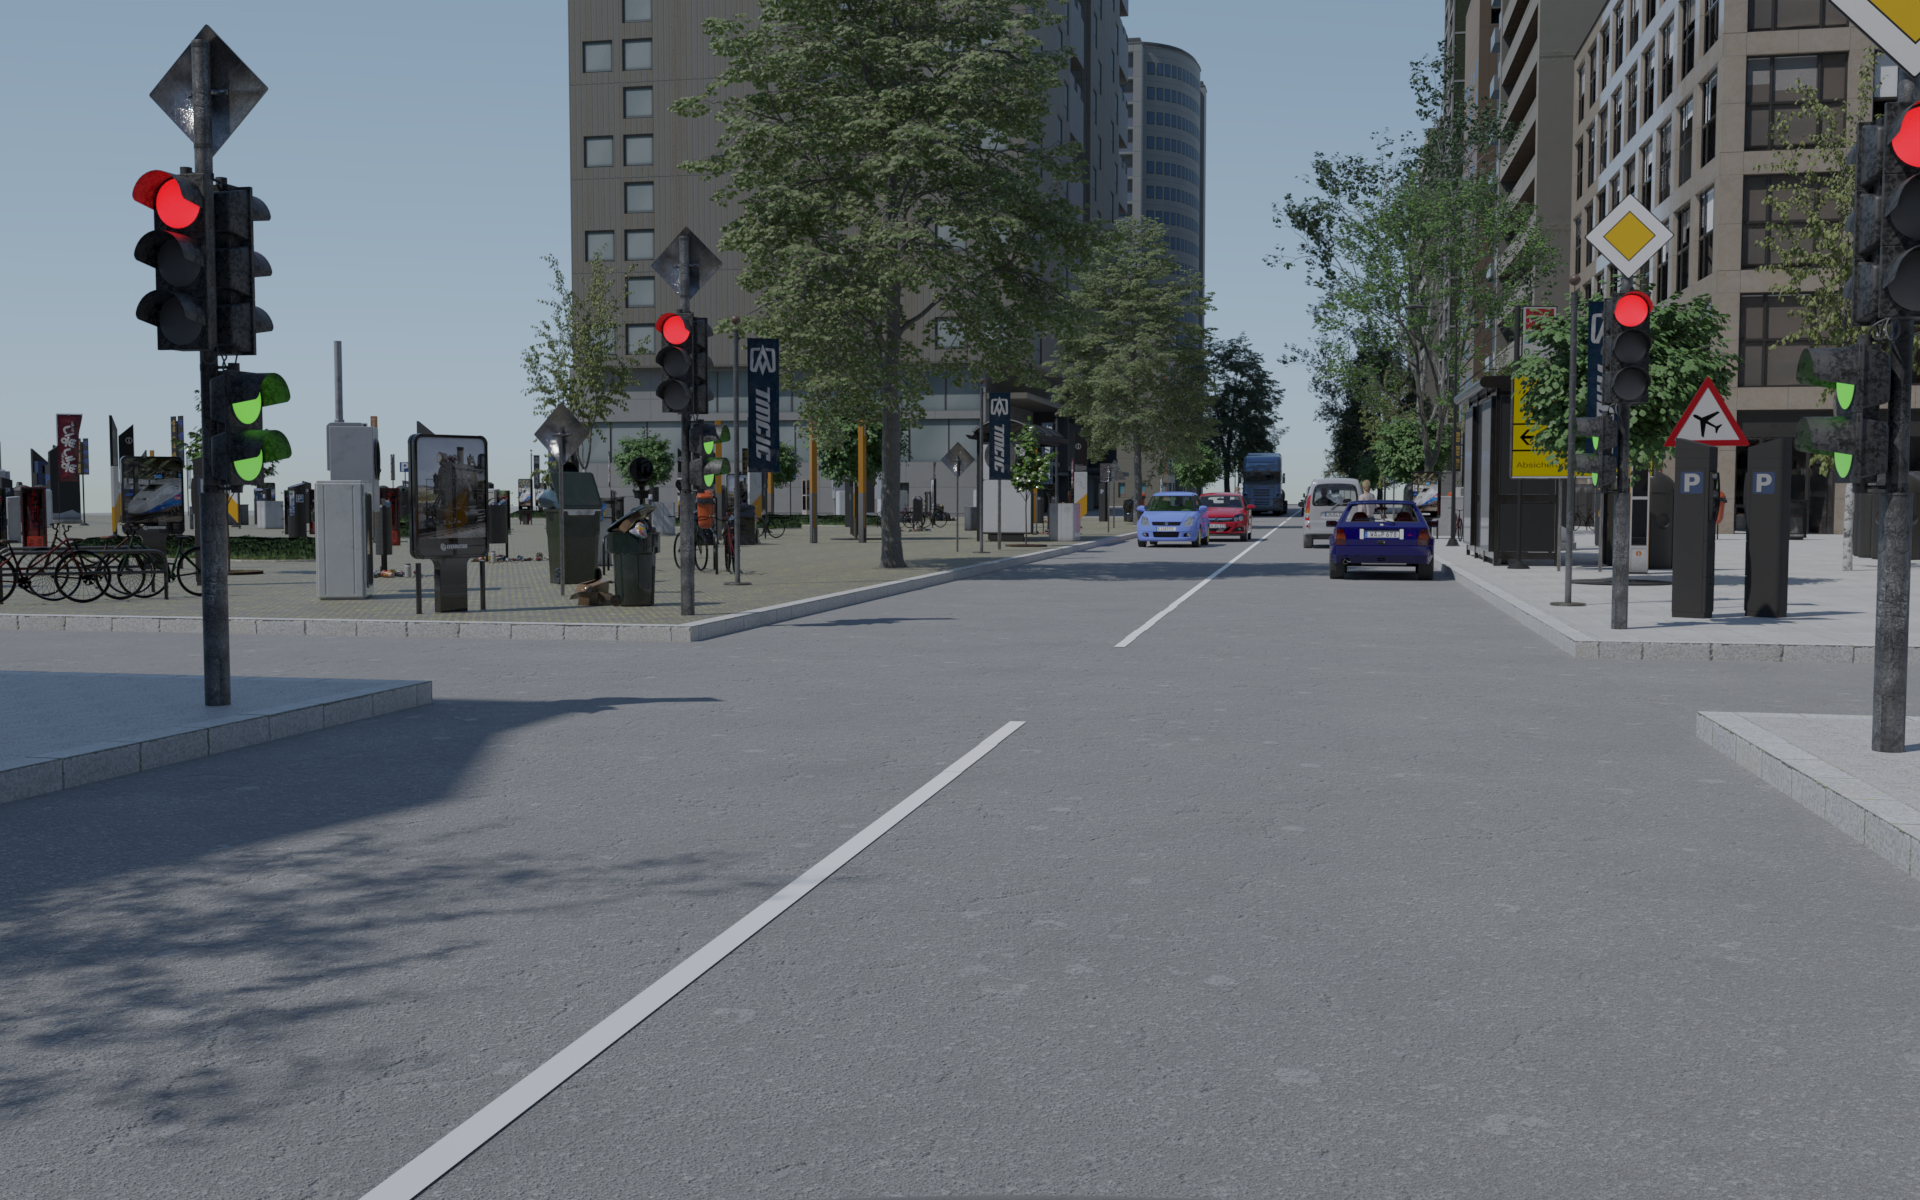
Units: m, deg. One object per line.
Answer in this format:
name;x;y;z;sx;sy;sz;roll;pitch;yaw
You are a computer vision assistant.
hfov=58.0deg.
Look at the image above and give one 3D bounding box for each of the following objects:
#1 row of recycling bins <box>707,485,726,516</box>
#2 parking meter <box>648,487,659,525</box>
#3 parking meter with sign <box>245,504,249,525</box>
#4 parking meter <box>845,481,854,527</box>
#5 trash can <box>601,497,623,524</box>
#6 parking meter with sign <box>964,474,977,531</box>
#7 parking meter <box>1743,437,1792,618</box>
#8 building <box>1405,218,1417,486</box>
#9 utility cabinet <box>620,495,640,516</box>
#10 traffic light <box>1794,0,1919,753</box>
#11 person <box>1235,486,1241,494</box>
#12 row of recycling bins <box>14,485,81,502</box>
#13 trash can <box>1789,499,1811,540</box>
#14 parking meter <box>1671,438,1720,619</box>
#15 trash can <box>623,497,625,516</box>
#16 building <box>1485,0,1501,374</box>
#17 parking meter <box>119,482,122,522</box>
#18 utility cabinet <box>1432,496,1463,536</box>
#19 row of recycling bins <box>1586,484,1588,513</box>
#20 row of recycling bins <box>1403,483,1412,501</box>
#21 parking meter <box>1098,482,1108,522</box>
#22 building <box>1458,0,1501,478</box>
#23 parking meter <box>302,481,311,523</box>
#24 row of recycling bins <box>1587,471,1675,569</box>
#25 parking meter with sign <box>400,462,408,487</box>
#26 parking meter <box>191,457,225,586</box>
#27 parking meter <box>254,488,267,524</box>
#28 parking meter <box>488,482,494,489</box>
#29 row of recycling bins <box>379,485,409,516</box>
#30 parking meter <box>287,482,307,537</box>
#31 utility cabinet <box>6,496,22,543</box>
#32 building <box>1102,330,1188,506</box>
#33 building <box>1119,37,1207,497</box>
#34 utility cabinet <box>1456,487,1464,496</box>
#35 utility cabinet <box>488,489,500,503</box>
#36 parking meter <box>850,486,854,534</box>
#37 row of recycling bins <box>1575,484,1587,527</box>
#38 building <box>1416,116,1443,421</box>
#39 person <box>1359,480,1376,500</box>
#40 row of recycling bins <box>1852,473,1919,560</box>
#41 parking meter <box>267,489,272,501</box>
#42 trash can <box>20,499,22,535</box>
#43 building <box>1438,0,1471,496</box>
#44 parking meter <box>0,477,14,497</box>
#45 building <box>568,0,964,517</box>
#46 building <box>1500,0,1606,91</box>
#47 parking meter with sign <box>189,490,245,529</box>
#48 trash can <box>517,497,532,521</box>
row of recycling bins;-10.774;-4.286;77.194;1.069;1.692;3.534;0;4;-3
parking meter;-10.701;-3.187;60.512;0.372;1.533;0.369;0;3;0
parking meter with sign;-30.089;-4.576;71.083;0.543;3.016;1.738;2;4;31
parking meter;-4.290;-3.764;67.257;0.255;1.863;0.399;1;4;19
trash can;-14.084;-3.524;69.271;0.748;1.137;0.748;0;3;0
parking meter with sign;0.914;-3.953;60.891;1.738;3.016;0.543;-3;5;-42
parking meter;8.415;-0.756;18.071;0.255;1.863;0.399;-3;5;-41
building;67.851;-33.733;235.136;14.154;41.232;14.086;1;4;12
utility cabinet;-17.020;-4.782;89.340;1.020;1.237;0.306;-1;4;-12
traffic light;4.617;-1.200;8.537;0.839;4.253;0.868;1;4;12
person;12.499;-4.247;78.339;0.834;1.777;0.661;1;4;15
row of recycling bins;-41.623;-4.401;79.069;1.069;1.692;3.534;1;4;17
trash can;23.329;-2.247;48.387;0.748;1.137;0.748;0;3;0
parking meter;7.623;-0.748;17.936;0.399;1.863;0.255;3;5;42
trash can;-17.241;-4.626;87.293;0.748;1.137;0.748;0;3;0
building;49.742;-30.775;122.787;23.786;49.044;30.456;1;4;12
parking meter;-37.929;-4.439;78.284;0.399;1.863;0.255;1;4;16
utility cabinet;15.000;-2.567;53.133;1.020;1.237;0.306;0;4;-1
row of recycling bins;16.072;-2.102;41.473;1.069;1.692;3.534;0;4;6
row of recycling bins;15.845;-3.217;59.709;1.069;1.692;3.534;1;4;18
parking meter;6.666;-4.580;80.595;0.399;1.863;0.255;3;5;40
building;49.991;-30.322;145.868;14.600;45.320;14.200;1;4;12
parking meter;-28.535;-4.284;75.749;0.399;1.863;0.255;-1;4;-13
row of recycling bins;12.122;-1.471;31.164;1.069;1.692;3.534;1;4;13
parking meter with sign;-30.316;-6.043;95.060;0.543;3.016;1.738;-1;4;-10
parking meter;-10.540;-1.137;24.298;0.399;1.863;0.255;0;4;-6
parking meter;-29.665;-3.967;73.263;0.372;1.533;0.369;0;3;0
parking meter;-22.692;-4.770;83.700;0.255;1.863;0.399;-3;5;-40
row of recycling bins;-27.711;-4.565;81.745;3.534;1.692;1.069;0;4;-5
parking meter;-14.314;-1.774;37.413;0.372;1.533;0.369;0;3;0
utility cabinet;-24.908;-2.101;45.516;0.306;1.237;1.020;-2;4;-34
building;11.557;-21.736;200.426;27.650;21.520;28.899;1;4;12
building;20.524;-41.868;226.545;21.231;58.520;28.212;1;4;12
utility cabinet;16.691;-2.935;56.662;1.173;1.500;0.318;-2;4;-31
utility cabinet;-20.022;-3.973;73.632;1.173;1.500;0.318;3;5;42
parking meter;-3.318;-2.858;55.135;0.372;1.533;0.369;0;3;0
row of recycling bins;24.966;-3.776;68.857;1.069;1.692;3.534;0;4;-3
building;68.608;-36.261;216.563;21.300;48.544;21.600;1;4;12
person;9.089;-1.762;37.975;0.731;1.740;0.598;-3;5;-42
row of recycling bins;18.730;-1.715;35.151;1.069;1.692;3.534;1;4;19
parking meter;-31.838;-4.355;79.622;0.372;1.533;0.369;0;3;0
trash can;-29.368;-2.608;54.298;0.748;1.137;0.748;0;3;0
building;63.298;-46.312;195.458;20.563;71.187;20.611;1;4;12
parking meter;-32.822;-3.300;59.672;0.399;1.863;0.255;-3;5;-41
building;-6.904;-31.853;110.043;28.713;52.752;27.495;1;4;12
building;42.560;-28.994;97.758;21.300;48.544;21.600;1;4;12
parking meter with sign;-27.170;-4.091;63.150;1.738;3.016;0.543;-1;4;-11
trash can;-20.645;-4.317;82.228;0.748;1.137;0.748;0;3;0
